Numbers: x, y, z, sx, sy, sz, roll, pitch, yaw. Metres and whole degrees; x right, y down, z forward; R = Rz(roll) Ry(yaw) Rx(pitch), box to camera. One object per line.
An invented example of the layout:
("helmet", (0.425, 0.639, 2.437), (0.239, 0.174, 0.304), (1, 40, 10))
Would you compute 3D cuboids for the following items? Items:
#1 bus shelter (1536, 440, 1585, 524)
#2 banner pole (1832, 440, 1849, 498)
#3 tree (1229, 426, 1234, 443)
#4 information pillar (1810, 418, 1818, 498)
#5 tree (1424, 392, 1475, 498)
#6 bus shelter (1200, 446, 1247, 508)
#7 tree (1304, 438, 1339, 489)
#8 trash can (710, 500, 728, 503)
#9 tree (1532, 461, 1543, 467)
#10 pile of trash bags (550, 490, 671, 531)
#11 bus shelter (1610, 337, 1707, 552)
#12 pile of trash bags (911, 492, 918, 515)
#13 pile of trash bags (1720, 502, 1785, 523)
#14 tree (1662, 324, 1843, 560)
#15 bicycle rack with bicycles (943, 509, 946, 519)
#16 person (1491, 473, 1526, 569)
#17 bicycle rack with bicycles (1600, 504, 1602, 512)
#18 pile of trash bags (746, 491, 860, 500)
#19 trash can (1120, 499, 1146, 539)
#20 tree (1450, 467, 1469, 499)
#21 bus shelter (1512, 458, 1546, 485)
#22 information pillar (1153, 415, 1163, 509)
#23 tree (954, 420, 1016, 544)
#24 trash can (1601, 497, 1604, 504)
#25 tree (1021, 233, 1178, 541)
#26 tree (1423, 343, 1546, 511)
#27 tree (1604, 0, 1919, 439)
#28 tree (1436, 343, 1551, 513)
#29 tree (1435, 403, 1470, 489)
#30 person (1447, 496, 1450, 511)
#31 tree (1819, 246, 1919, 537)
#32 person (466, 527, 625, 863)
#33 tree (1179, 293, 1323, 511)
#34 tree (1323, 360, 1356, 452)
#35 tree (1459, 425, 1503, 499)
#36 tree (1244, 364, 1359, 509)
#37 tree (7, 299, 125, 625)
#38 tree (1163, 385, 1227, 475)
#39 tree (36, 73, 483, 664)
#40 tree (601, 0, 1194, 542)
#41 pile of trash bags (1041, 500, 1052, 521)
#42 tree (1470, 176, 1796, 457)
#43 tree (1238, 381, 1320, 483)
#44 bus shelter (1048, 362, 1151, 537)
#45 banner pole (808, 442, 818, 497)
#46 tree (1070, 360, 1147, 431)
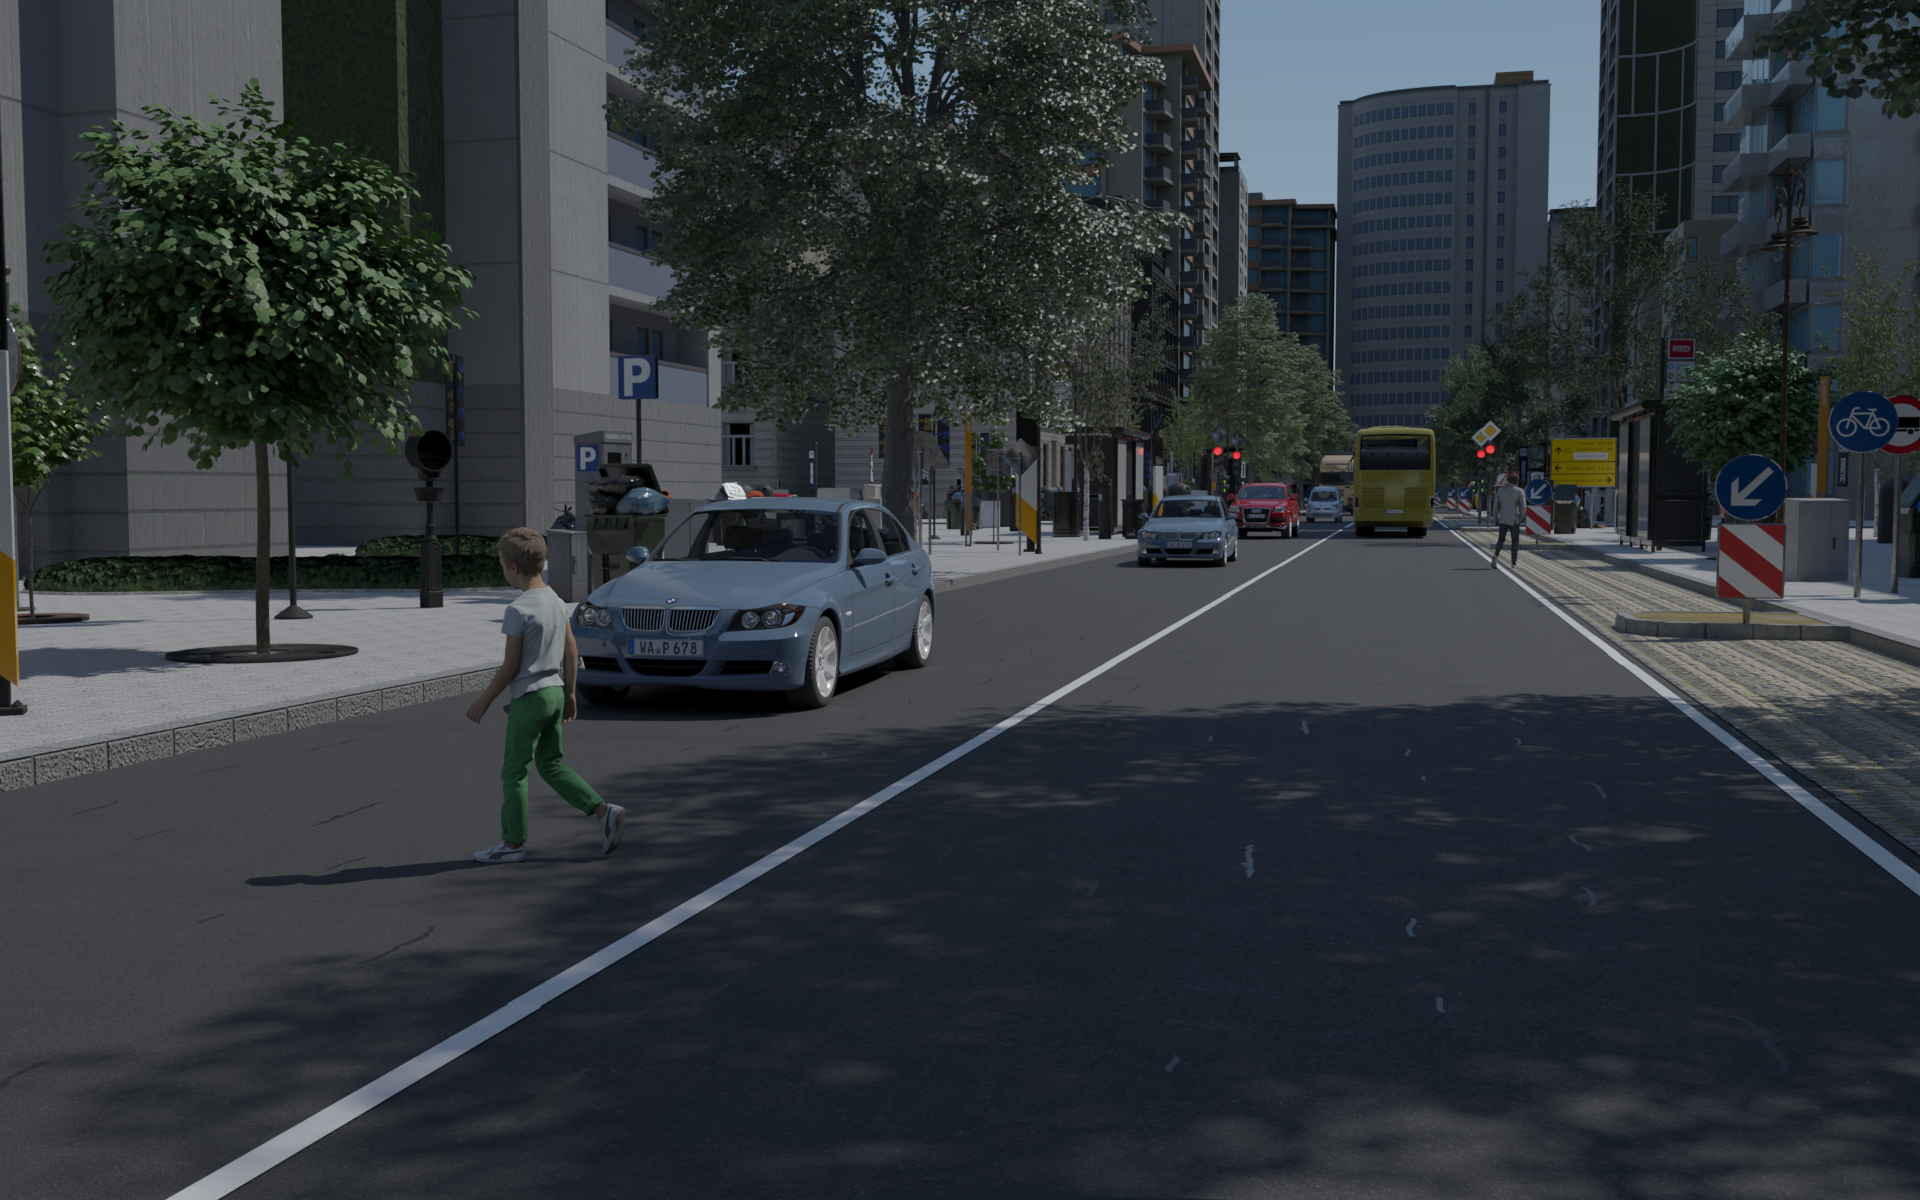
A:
("bus shelter", (26.890, -5.277, 77.555), (1.731, 3.624, 6.357), (1, 4, 14))
("banner pole", (35.998, -4.948, 70.919), (0.863, 3.779, 0.401), (0, 4, -7))
("tree", (18.962, -11.257, 134.415), (4.737, 8.622, 4.395), (0, 3, 0))
("information pillar", (23.155, -3.385, 46.699), (0.183, 3.616, 0.504), (-1, 4, -13))
("tree", (54.830, -16.757, 192.107), (7.486, 12.596, 7.792), (0, 3, 0))
("bus shelter", (13.294, -5.860, 87.097), (1.731, 3.624, 6.357), (1, 4, 14))
("tree", (38.570, -14.263, 183.564), (4.360, 8.622, 3.978), (0, 3, 0))
("trash can", (-5.848, -1.927, 43.153), (0.748, 1.137, 0.748), (0, 3, 0))
("tree", (47.593, -9.548, 139.820), (4.285, 4.588, 4.351), (0, 3, 0))
("pile of trash bags", (-7.767, -1.825, 39.598), (1.912, 1.369, 3.447), (2, 4, 28))
("bus shelter", (17.188, -3.955, 42.288), (2.179, 5.291, 8.768), (1, 4, 14))
("pile of trash bags", (-2.940, -3.661, 69.612), (3.447, 1.369, 1.912), (3, 4, 36))
("pile of trash bags", (28.500, -3.127, 60.882), (3.447, 1.369, 1.912), (1, 4, 13))
("tree", (15.391, -3.052, 33.608), (4.285, 4.588, 4.351), (0, 3, 0))
("bicycle rack with bicycles", (0.805, -4.485, 86.712), (2.852, 0.926, 2.925), (-2, 4, -27))
("person", (10.497, -1.516, 33.139), (0.661, 1.843, 0.795), (3, 5, 41))
("bicycle rack with bicycles", (33.442, -4.682, 89.939), (2.925, 0.926, 2.852), (1, 4, 16))
("pile of trash bags", (-4.956, -2.656, 53.176), (3.447, 1.369, 1.912), (-2, 4, -25))
("trash can", (4.914, -2.299, 49.244), (0.748, 1.137, 0.748), (0, 3, 0))
("tree", (58.591, -15.493, 203.677), (4.360, 8.622, 3.978), (0, 3, 0))
("bus shelter", (32.659, -6.410, 98.728), (2.014, 3.302, 5.546), (1, 4, 14))
("information pillar", (5.861, -3.661, 51.216), (0.183, 3.616, 0.504), (2, 4, 34))
("tree", (0.885, -3.063, 44.676), (1.663, 3.219, 1.824), (0, 3, 0))
("trash can", (34.131, -4.964, 92.813), (0.748, 1.137, 0.748), (0, 3, 0))
("tree", (3.694, -5.919, 47.143), (4.360, 8.622, 3.978), (0, 3, 0))
("tree", (40.002, -13.143, 131.891), (9.611, 12.733, 9.660), (0, 3, 0))
("tree", (9.025, -6.309, 9.800), (9.857, 13.997, 8.962), (0, 3, 0))
("tree", (35.642, -11.618, 115.705), (9.928, 11.665, 9.643), (0, 3, 0))
("tree", (28.810, -9.369, 87.599), (7.601, 10.594, 8.767), (-2, 4, -31))
("person", (41.916, -8.540, 148.816), (0.721, 1.739, 1.217), (1, 4, 11))
("tree", (27.191, -6.155, 50.999), (4.737, 8.622, 4.395), (0, 3, 0))
("person", (-1.611, 0.368, 6.739), (0.590, 1.304, 0.306), (0, 4, 0))
("tree", (16.199, -11.024, 98.369), (7.486, 12.596, 7.792), (0, 3, 0))
("tree", (25.850, -12.992, 130.546), (7.486, 12.596, 7.792), (0, 3, 0))
("tree", (51.817, -13.821, 176.336), (4.737, 8.622, 4.395), (0, 3, 0))
("tree", (29.174, -14.147, 148.310), (9.611, 12.733, 9.660), (0, 3, 0))
("tree", (-9.488, -1.392, 17.357), (1.663, 3.219, 1.824), (0, 3, 0))
("tree", (14.852, -10.051, 114.697), (4.737, 8.622, 4.395), (0, 3, 0))
("tree", (-5.509, -1.827, 13.587), (4.285, 4.588, 4.351), (0, 3, 0))
("tree", (-0.974, -7.410, 27.812), (9.857, 13.997, 8.962), (0, 3, 0))
("pile of trash bags", (2.907, -4.410, 81.852), (3.447, 1.369, 1.912), (-2, 4, -28))
("tree", (19.542, -7.075, 50.090), (8.767, 10.594, 7.601), (1, 4, 18))
("tree", (20.075, -9.713, 109.163), (4.737, 8.622, 4.395), (0, 3, 0))
("bus shelter", (4.383, -4.743, 55.187), (2.179, 5.291, 8.768), (1, 4, 14))
("banner pole", (-7.060, -5.723, 83.591), (0.401, 3.779, 0.863), (2, 4, 31))
("tree", (7.977, -8.901, 95.890), (4.737, 8.622, 4.395), (0, 3, 0))
